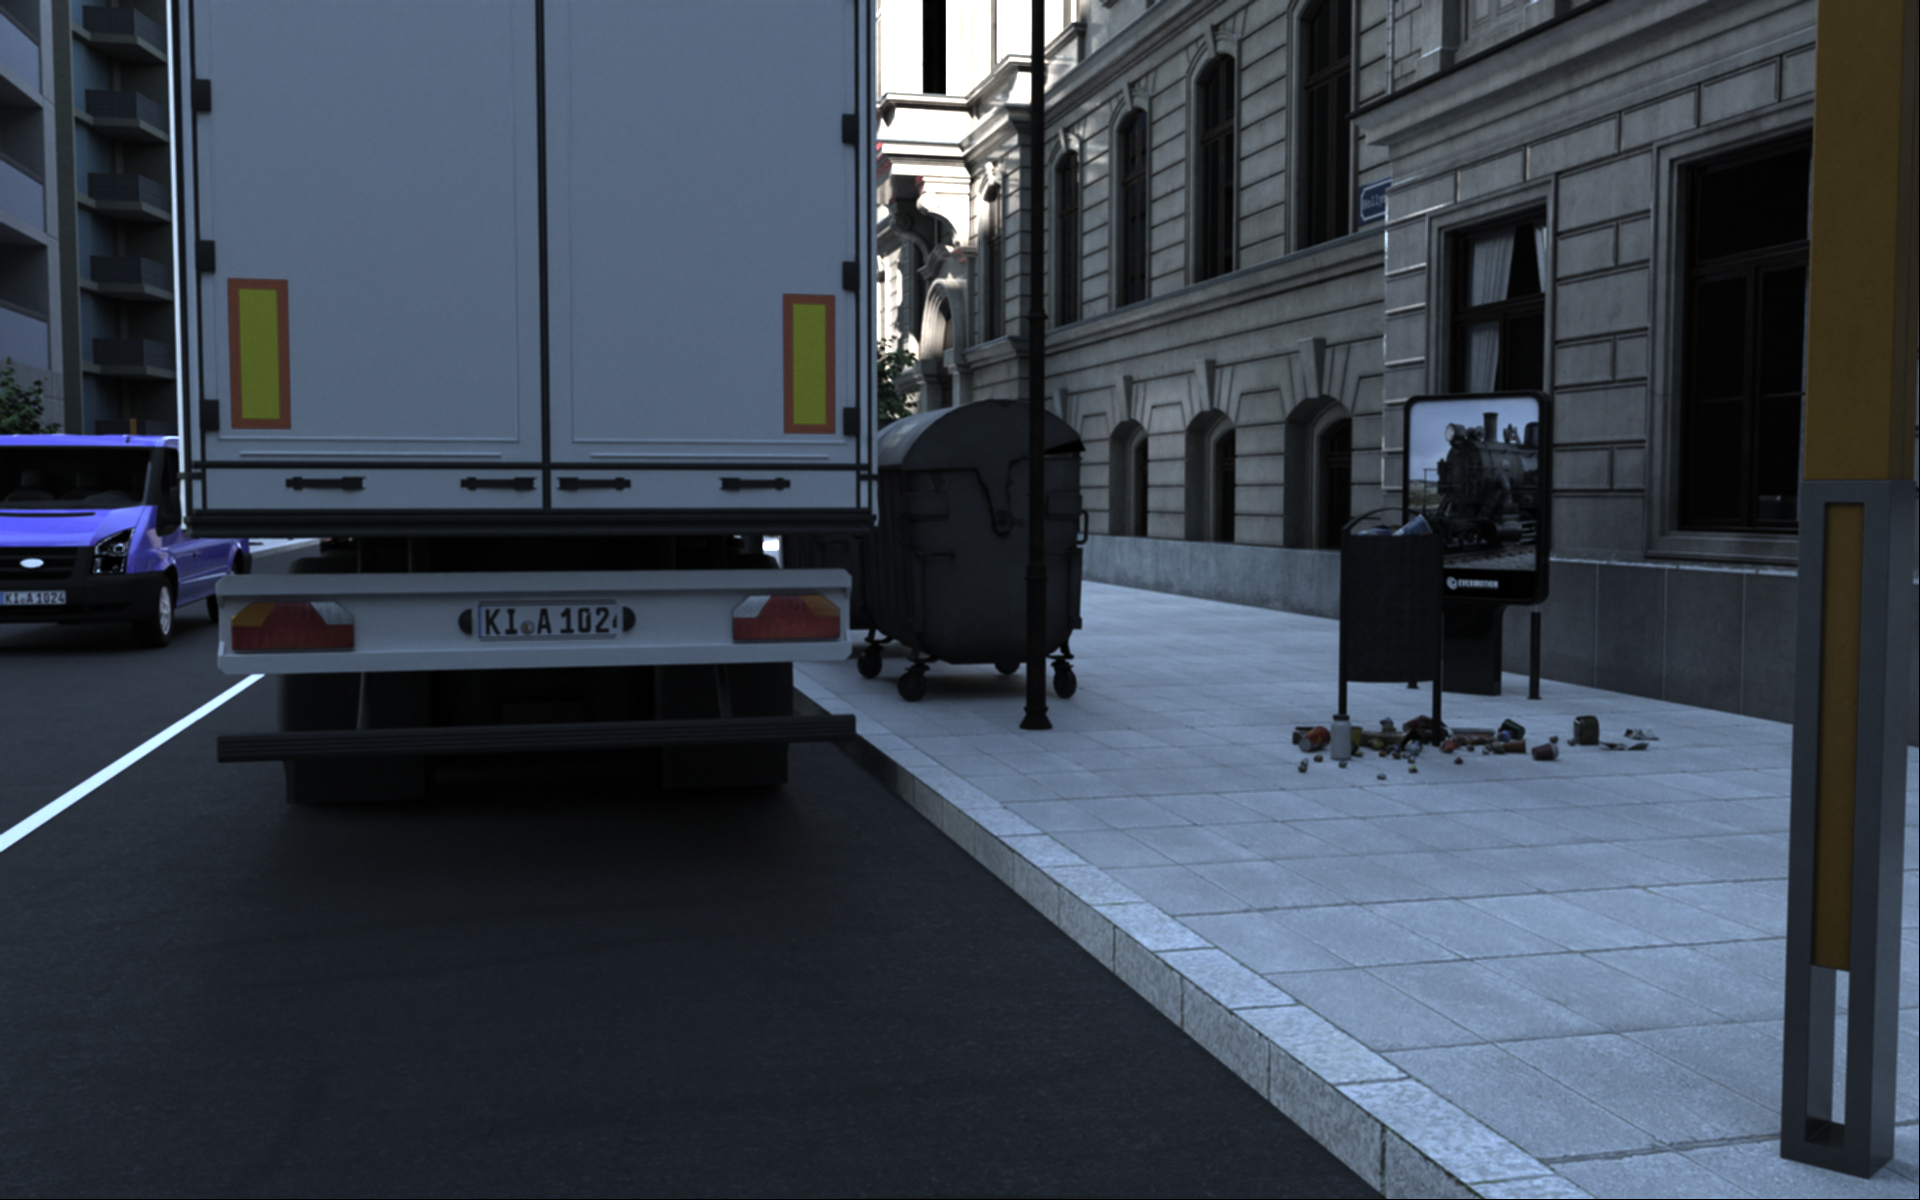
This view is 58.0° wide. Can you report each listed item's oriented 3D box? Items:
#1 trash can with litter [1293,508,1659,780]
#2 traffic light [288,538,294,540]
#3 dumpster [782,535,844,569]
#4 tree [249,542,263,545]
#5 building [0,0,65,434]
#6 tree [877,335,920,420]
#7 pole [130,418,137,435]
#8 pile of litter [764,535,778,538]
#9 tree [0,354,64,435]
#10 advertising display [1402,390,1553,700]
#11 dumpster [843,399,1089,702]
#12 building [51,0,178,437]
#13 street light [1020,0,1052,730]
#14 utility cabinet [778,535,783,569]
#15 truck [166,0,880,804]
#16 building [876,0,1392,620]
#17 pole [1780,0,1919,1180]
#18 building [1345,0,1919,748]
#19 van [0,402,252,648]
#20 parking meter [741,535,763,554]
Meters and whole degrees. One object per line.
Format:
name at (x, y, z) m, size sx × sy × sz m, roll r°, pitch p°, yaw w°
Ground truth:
trash can with litter at (2.575, 0.145, 8.680) m, size 2.233 × 1.210 × 1.678 m, roll -1°, pitch 4°, yaw -9°
traffic light at (-18.724, -3.637, 48.385) m, size 0.839 × 4.253 × 0.868 m, roll -1°, pitch 4°, yaw -14°
dumpster at (-0.782, -0.515, 14.179) m, size 1.264 × 1.857 × 1.865 m, roll -1°, pitch 4°, yaw -14°
tree at (-18.015, -2.995, 43.564) m, size 1.663 × 3.219 × 1.824 m, roll 0°, pitch 3°, yaw 0°
building at (-32.887, -29.853, 30.093) m, size 28.212 × 58.520 × 21.231 m, roll -1°, pitch 4°, yaw -14°
tree at (-2.328, -2.546, 25.341) m, size 4.285 × 4.588 × 4.351 m, roll 0°, pitch 3°, yaw 0°
pole at (-22.281, -3.236, 46.757) m, size 0.158 × 3.312 × 0.155 m, roll 0°, pitch 3°, yaw 0°
pile of litter at (-4.899, -2.287, 51.357) m, size 1.719 × 0.858 × 1.176 m, roll 1°, pitch 4°, yaw 9°
tree at (-13.089, -1.806, 24.134) m, size 1.663 × 3.219 × 1.824 m, roll 0°, pitch 3°, yaw 0°
advertising display at (3.290, -0.359, 11.089) m, size 0.974 × 1.923 × 0.123 m, roll 3°, pitch 5°, yaw 44°
dumpster at (0.037, -0.348, 11.447) m, size 1.264 × 1.857 × 1.865 m, roll -1°, pitch 4°, yaw -14°
building at (-40.670, -25.420, 70.249) m, size 22.147 × 44.769 × 28.867 m, roll -1°, pitch 4°, yaw -14°
street light at (0.417, -2.234, 9.320) m, size 0.468 × 5.910 × 1.993 m, roll -1°, pitch 4°, yaw -14°
utility cabinet at (-1.353, -0.410, 17.861) m, size 1.020 × 1.237 × 0.306 m, roll -1°, pitch 4°, yaw -10°
truck at (-2.832, -1.382, 11.517) m, size 2.839 × 4.237 × 11.283 m, roll -1°, pitch 4°, yaw -14°
building at (5.184, -13.084, 33.000) m, size 14.460 × 24.649 × 34.723 m, roll -1°, pitch 4°, yaw -14°
pole at (1.695, -0.575, 3.246) m, size 0.158 × 3.312 × 0.155 m, roll 0°, pitch 3°, yaw 0°
building at (10.121, -8.674, 6.451) m, size 10.561 × 19.102 × 19.286 m, roll -1°, pitch 4°, yaw -14°
van at (-8.733, -0.816, 17.719) m, size 2.240 × 2.365 × 5.245 m, roll -1°, pitch 4°, yaw -13°
parking meter at (-3.427, -1.231, 28.532) m, size 0.372 × 1.533 × 0.369 m, roll 0°, pitch 3°, yaw 0°
